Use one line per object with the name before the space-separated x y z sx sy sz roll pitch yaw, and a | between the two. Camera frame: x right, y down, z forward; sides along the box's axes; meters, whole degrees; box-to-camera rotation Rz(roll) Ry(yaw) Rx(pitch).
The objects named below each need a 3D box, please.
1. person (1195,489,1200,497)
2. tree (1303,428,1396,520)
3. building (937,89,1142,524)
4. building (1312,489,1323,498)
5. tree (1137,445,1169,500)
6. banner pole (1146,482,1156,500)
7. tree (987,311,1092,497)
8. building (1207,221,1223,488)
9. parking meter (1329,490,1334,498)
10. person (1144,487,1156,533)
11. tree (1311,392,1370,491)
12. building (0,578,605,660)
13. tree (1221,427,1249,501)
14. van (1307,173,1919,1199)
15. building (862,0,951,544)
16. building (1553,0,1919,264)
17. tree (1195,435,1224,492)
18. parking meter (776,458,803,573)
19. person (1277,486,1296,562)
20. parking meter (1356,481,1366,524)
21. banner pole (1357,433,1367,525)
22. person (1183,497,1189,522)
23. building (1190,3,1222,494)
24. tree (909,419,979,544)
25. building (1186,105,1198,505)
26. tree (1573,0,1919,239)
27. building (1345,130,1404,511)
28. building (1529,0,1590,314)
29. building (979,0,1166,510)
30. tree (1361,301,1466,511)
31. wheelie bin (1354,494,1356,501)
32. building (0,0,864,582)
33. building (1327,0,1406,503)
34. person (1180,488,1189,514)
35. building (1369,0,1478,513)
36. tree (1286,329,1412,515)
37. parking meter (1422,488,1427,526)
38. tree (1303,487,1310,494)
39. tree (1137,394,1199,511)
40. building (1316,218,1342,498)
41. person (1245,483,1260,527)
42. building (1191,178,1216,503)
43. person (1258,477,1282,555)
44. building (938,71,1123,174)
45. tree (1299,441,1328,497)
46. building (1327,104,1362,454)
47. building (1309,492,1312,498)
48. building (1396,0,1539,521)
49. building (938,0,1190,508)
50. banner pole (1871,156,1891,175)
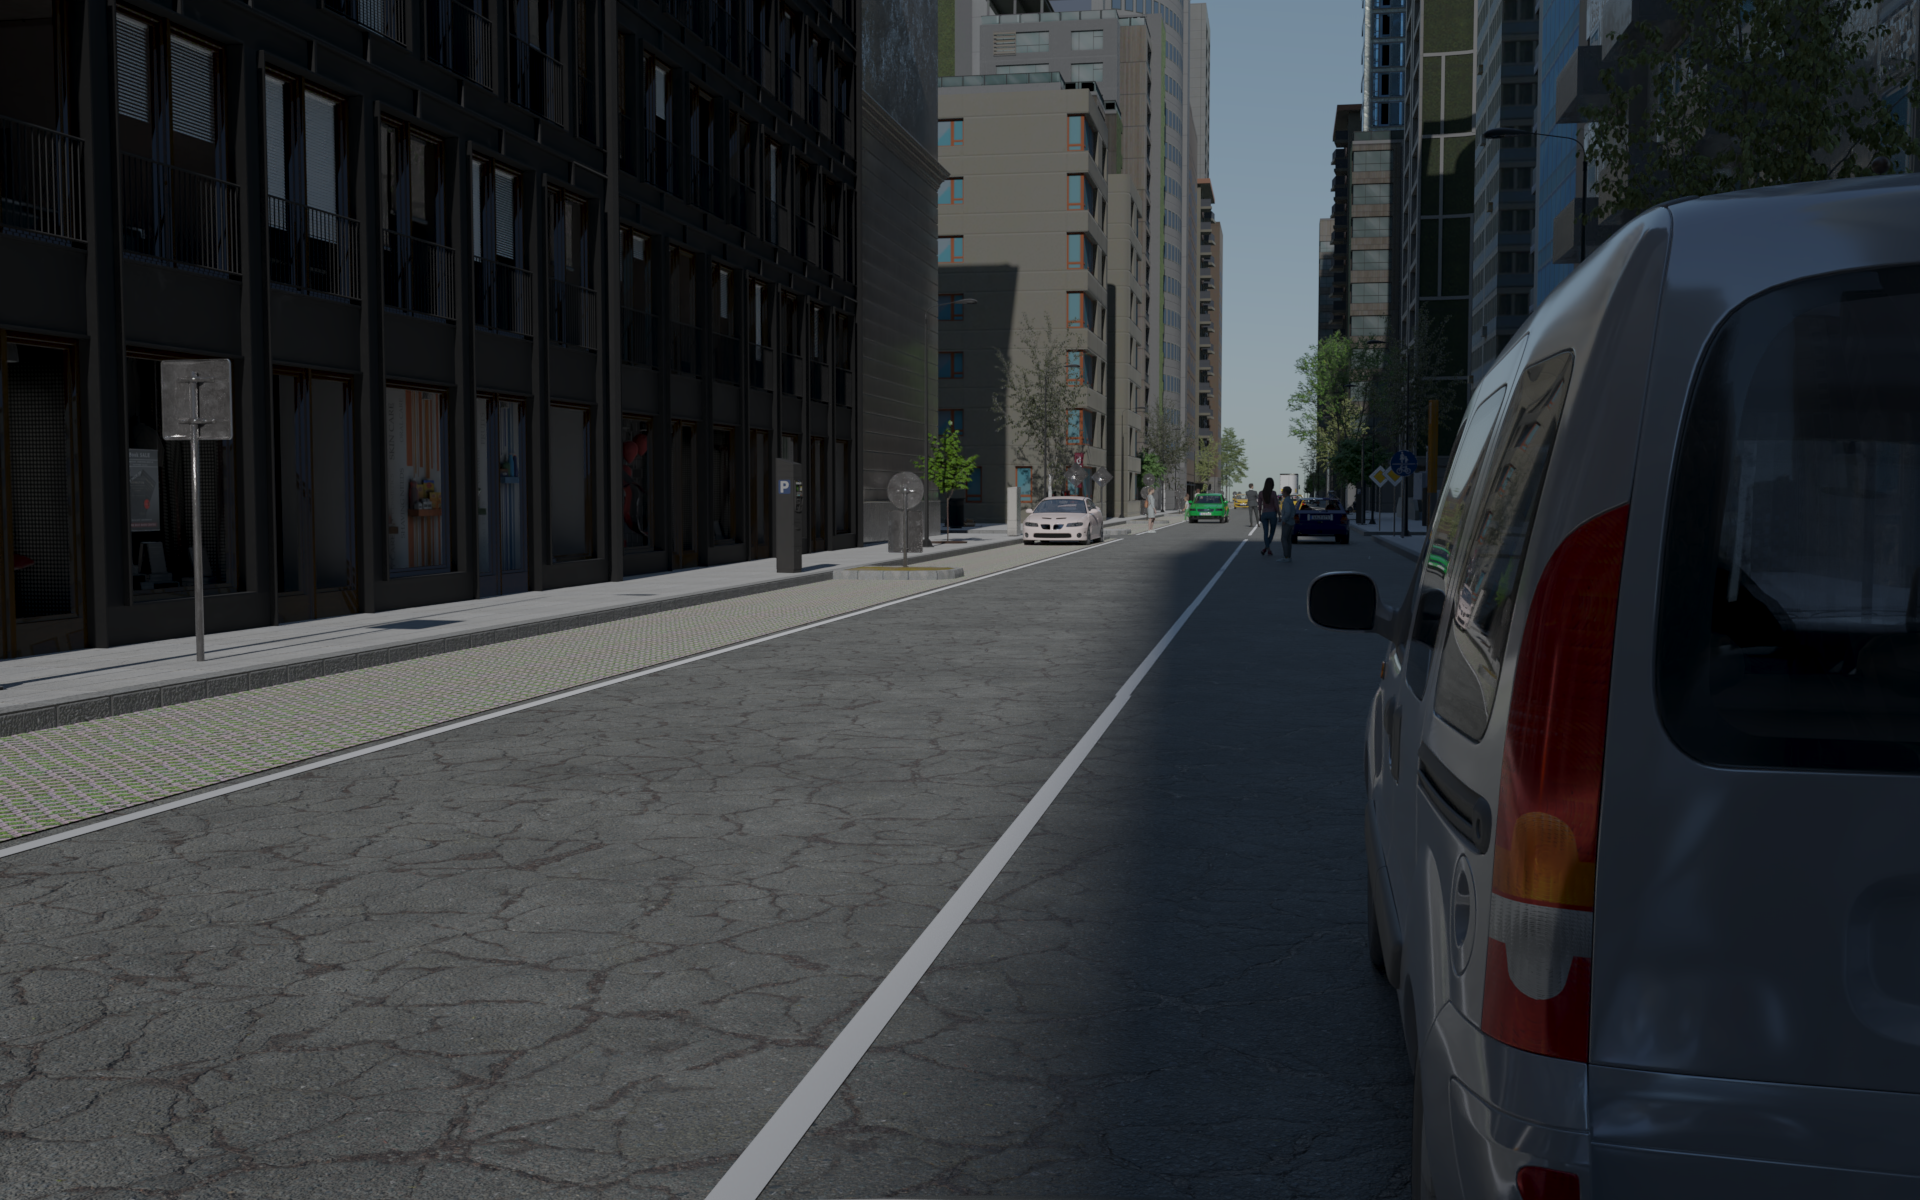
person | 14.836 -6.023 107.538 0.480 1.755 0.524 1 4 18
tree | 19.848 -6.249 85.882 4.285 4.588 4.351 0 3 0
building | -5.483 -15.034 90.852 27.650 21.520 28.899 1 4 10
building | 65.338 -33.299 236.322 32.217 40.220 23.993 1 4 10
tree | 12.232 -8.087 115.928 4.285 4.588 4.351 0 3 0
banner pole | 13.555 -8.156 123.365 0.863 3.779 0.401 0 3 0
tree | 3.407 -7.237 68.690 4.360 8.622 3.978 0 3 0
building | 34.670 -38.339 276.955 14.600 45.320 14.200 1 4 10
parking meter | 25.355 -6.719 118.274 0.372 1.533 0.369 0 3 0
person | 7.092 -3.350 64.282 0.522 1.701 0.512 -1 4 -10
tree | 27.208 -10.635 124.238 4.737 8.622 4.395 0 3 0
building | -12.438 -11.524 18.095 12.332 23.373 15.834 1 4 10
tree | 45.189 -22.928 292.994 7.486 12.596 7.792 0 3 0
van | 1.792 0.194 3.848 2.013 2.044 4.112 1 4 12
building | -13.552 -15.442 49.745 25.104 27.353 12.463 1 4 10
building | 24.386 -25.268 32.742 23.786 49.044 30.456 1 4 10
tree | 29.862 -15.911 210.508 4.737 8.622 4.395 0 3 0
parking meter | -2.773 -1.373 28.168 0.399 1.863 0.255 2 4 27
person | 6.928 -1.614 36.692 0.330 1.601 0.589 2 4 34
parking meter | 17.338 -4.233 74.925 0.255 1.863 0.399 -2 4 -31
banner pole | 16.704 -5.007 71.879 0.401 3.779 0.863 1 4 9
person | 11.862 -4.743 90.297 0.590 1.304 0.306 -1 4 -14
building | 28.967 -50.233 259.553 20.563 71.187 20.611 1 4 10
tree | -0.213 -3.083 45.005 1.663 3.219 1.824 0 3 0
building | 19.999 -33.645 200.202 14.600 45.320 14.200 1 4 10
tree | 8.165 -4.125 17.805 4.737 8.622 4.395 0 3 0
building | 38.417 -22.513 139.782 14.160 30.474 14.107 1 4 10
building | 29.824 -25.355 64.666 14.200 45.320 14.600 1 4 10
building | 9.502 -28.180 144.329 14.154 41.232 14.086 1 4 10
tree | 17.373 -7.139 67.078 4.360 8.622 3.978 0 3 0
wheelie bin | 28.350 -7.027 122.796 0.693 1.594 0.980 0 4 -3
building | -9.802 -12.509 34.208 12.332 23.373 15.834 1 4 10
building | 46.171 -51.799 159.589 22.319 86.520 31.000 1 4 10
person | 15.345 -6.732 118.532 0.822 1.834 0.622 0 4 0
building | 39.684 -41.663 119.441 20.563 71.187 20.611 1 4 10
tree | 24.094 -11.153 108.111 9.928 11.665 9.643 0 3 0
parking meter | 18.736 -3.735 69.477 0.372 1.533 0.369 0 3 0
tree | 53.063 -16.487 264.167 1.663 3.219 1.824 0 3 0
tree | 15.700 -11.120 132.177 4.360 8.622 3.978 0 3 0
building | 60.153 -35.065 256.901 14.154 41.232 14.086 1 4 10
person | 12.723 -4.122 75.254 0.648 1.900 0.474 1 4 12
building | 23.226 -35.550 235.874 22.147 44.769 28.867 1 4 10
person | 7.242 -1.955 40.473 0.555 1.821 0.388 1 4 16
building | 3.817 -21.469 122.723 14.160 30.474 14.107 1 4 10
tree | 44.934 -16.432 219.018 4.360 8.622 3.978 0 3 0
building | 52.142 -32.803 190.953 22.147 44.769 28.867 1 4 10
building | 72.250 -35.692 275.437 32.217 40.220 23.993 1 4 10
building | 39.135 -24.136 86.512 32.217 40.220 23.993 1 4 10
building | 10.490 -38.109 165.089 21.231 58.520 28.212 1 4 10
banner pole | 6.831 -1.417 13.178 0.401 3.779 0.863 0 4 1
